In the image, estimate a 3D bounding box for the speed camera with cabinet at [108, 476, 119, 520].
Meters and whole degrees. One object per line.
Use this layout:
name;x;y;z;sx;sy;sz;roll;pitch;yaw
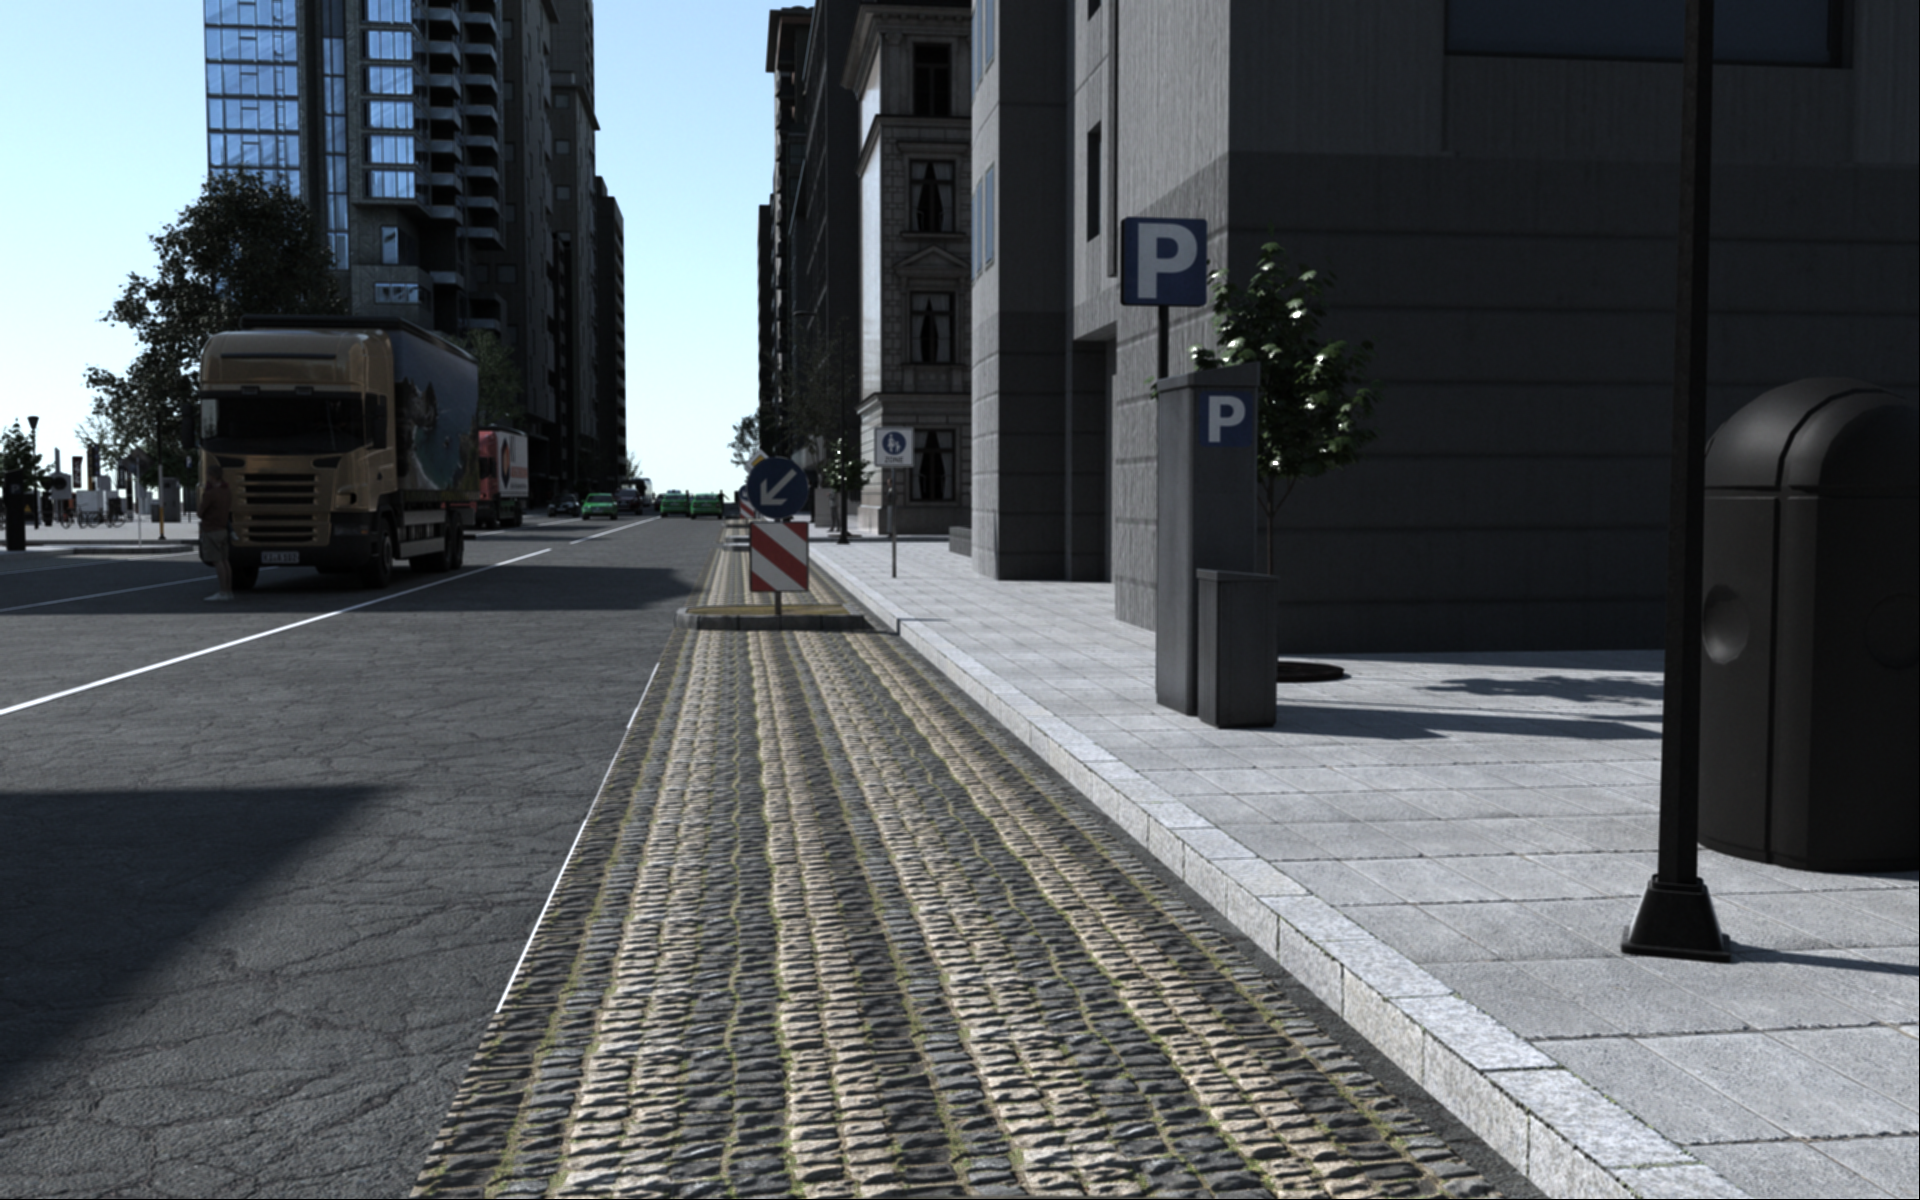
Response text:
speed camera with cabinet;-41.733;-5.529;84.737;0.660;3.252;2.038;-3;4;-38

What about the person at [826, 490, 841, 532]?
person;-4.283;-3.184;58.284;0.526;1.800;0.537;0;4;5

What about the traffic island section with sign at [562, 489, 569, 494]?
traffic island section with sign;-33.708;-8.534;148.154;1.989;1.847;2.006;0;4;-7

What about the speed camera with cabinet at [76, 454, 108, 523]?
speed camera with cabinet;-39.239;-5.056;77.000;2.038;3.252;0.660;0;4;-4

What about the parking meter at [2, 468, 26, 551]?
parking meter;-21.451;-2.052;39.265;0.399;1.863;0.255;-3;5;-41

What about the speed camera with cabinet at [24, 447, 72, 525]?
speed camera with cabinet;-38.681;-4.801;72.828;2.038;3.252;0.660;-3;5;-39

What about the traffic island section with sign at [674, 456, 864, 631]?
traffic island section with sign;-2.119;-0.635;19.004;1.989;1.847;2.006;0;4;-7

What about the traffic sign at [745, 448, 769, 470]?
traffic sign;-5.053;-2.564;44.118;0.795;2.593;0.064;0;4;-7

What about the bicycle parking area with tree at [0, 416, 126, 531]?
bicycle parking area with tree;-36.619;-4.731;64.355;8.231;4.147;9.016;1;4;21

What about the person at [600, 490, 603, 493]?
person;-27.308;-7.476;131.516;0.721;1.735;1.217;1;4;19

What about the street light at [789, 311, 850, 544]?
street light;-3.539;-4.387;44.269;1.470;5.913;1.316;0;4;-7

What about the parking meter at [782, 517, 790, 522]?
parking meter;-7.750;-4.208;77.204;0.372;1.533;0.369;0;3;0

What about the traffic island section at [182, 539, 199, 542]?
traffic island section;-21.070;-1.708;50.200;2.009;0.180;2.903;0;4;-7

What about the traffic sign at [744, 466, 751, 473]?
traffic sign;-6.074;-3.049;52.038;0.795;2.593;0.064;0;4;-7

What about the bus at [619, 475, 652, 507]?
bus;-36.400;-12.245;195.062;2.948;3.499;13.247;0;4;-6

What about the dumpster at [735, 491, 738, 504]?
dumpster;-31.350;-14.643;247.630;1.865;1.857;1.264;0;4;-8

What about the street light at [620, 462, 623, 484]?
street light;-47.918;-16.801;247.228;1.470;5.913;1.316;0;4;-7

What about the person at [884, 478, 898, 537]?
person;-2.071;-2.752;51.595;0.362;1.759;0.519;-1;4;-18

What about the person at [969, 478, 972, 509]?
person;0.549;-2.806;52.104;0.592;1.802;0.473;-3;4;-37

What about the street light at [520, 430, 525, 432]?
street light;-32.260;-9.368;125.707;1.470;5.913;1.316;0;4;-7

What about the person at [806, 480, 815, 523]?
person;-6.653;-4.393;77.226;0.474;1.900;0.648;3;5;44

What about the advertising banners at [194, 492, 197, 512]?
advertising banners;-52.566;-7.648;121.231;0.090;3.025;2.074;3;5;42

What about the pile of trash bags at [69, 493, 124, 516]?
pile of trash bags;-51.099;-5.632;101.838;1.912;1.369;3.447;1;4;16

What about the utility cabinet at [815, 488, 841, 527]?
utility cabinet;-4.920;-3.489;65.720;1.173;1.500;0.318;0;4;-3

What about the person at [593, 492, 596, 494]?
person;-33.212;-9.031;157.629;0.593;1.643;0.415;2;4;35

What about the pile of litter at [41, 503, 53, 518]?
pile of litter;-47.715;-4.723;91.193;1.719;0.858;1.176;0;4;4

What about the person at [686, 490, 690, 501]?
person;-22.773;-8.236;143.693;0.750;1.759;0.617;0;4;-1

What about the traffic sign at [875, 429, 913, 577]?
traffic sign;-1.012;-1.494;26.564;0.606;2.300;0.079;0;4;-6

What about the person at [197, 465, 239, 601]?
person;-10.023;-0.911;23.372;0.573;1.828;0.580;-3;5;-43

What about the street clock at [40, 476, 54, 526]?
street clock;-36.390;-3.946;69.082;0.471;2.002;0.358;0;4;0

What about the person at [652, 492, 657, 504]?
person;-43.653;-14.531;246.783;1.217;1.736;0.721;-1;4;-9

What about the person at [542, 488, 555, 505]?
person;-37.520;-9.324;158.424;1.348;1.831;0.705;-1;4;-11

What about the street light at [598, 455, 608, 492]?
street light;-42.910;-14.412;208.169;1.470;5.913;1.316;0;4;-7

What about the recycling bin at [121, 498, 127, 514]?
recycling bin;-55.094;-6.165;113.353;0.722;1.027;0.722;2;4;28

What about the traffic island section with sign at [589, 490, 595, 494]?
traffic island section with sign;-37.306;-10.244;176.121;1.989;1.847;2.006;0;4;-7

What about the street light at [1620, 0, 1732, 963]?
street light;1.490;-1.965;4.665;1.470;5.913;1.316;0;4;-7

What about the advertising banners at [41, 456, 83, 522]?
advertising banners;-41.164;-5.090;79.417;0.090;3.025;2.074;2;4;33

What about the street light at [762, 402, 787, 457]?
street light;-9.145;-7.049;87.791;1.470;5.913;1.316;0;4;-7

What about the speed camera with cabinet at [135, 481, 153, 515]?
speed camera with cabinet;-50.648;-6.916;107.419;0.660;3.252;2.038;-1;4;-12

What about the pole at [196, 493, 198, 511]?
pole;-49.477;-7.251;112.393;0.158;3.312;0.155;0;3;0

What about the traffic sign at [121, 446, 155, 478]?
traffic sign;-20.027;-2.448;42.216;0.795;2.593;0.064;0;4;-7

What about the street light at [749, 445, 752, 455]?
street light;-18.915;-11.628;162.658;1.470;5.913;1.316;0;4;-7

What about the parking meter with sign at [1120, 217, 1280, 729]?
parking meter with sign;1.439;-0.855;10.235;0.543;3.016;1.738;-1;4;-10

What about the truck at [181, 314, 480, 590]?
truck;-10.277;-2.481;29.479;2.839;4.237;11.283;0;4;-7

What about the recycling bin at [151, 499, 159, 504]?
recycling bin;-39.369;-4.460;85.478;0.722;1.027;0.722;2;4;25

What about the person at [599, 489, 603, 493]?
person;-28.906;-8.046;139.923;0.709;1.838;0.599;-3;5;-45

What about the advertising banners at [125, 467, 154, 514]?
advertising banners;-53.344;-7.117;112.546;0.090;3.025;2.074;2;4;27

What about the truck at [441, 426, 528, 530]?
truck;-20.310;-5.159;73.261;2.839;4.237;11.283;0;4;-6

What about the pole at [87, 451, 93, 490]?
pole;-41.364;-5.415;82.372;0.158;3.312;0.155;0;3;0

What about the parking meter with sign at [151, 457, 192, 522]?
parking meter with sign;-35.688;-5.018;78.312;1.738;3.016;0.543;0;4;2

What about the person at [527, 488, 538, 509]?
person;-35.761;-8.467;144.571;0.705;1.812;1.348;2;4;27

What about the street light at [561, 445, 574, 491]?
street light;-37.321;-11.755;164.728;1.470;5.913;1.316;0;4;-7

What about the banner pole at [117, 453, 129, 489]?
banner pole;-50.830;-7.055;105.371;0.863;3.779;0.401;0;4;-4

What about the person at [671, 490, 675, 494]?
person;-26.650;-9.341;161.091;0.709;1.838;0.599;0;4;-1

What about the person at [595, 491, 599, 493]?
person;-34.153;-9.361;162.266;0.721;1.743;1.217;0;4;6

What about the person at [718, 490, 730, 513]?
person;-17.587;-7.262;127.747;1.217;1.766;0.721;0;4;3

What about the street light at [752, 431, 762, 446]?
street light;-14.251;-9.430;126.724;1.470;5.913;1.316;0;4;-7
